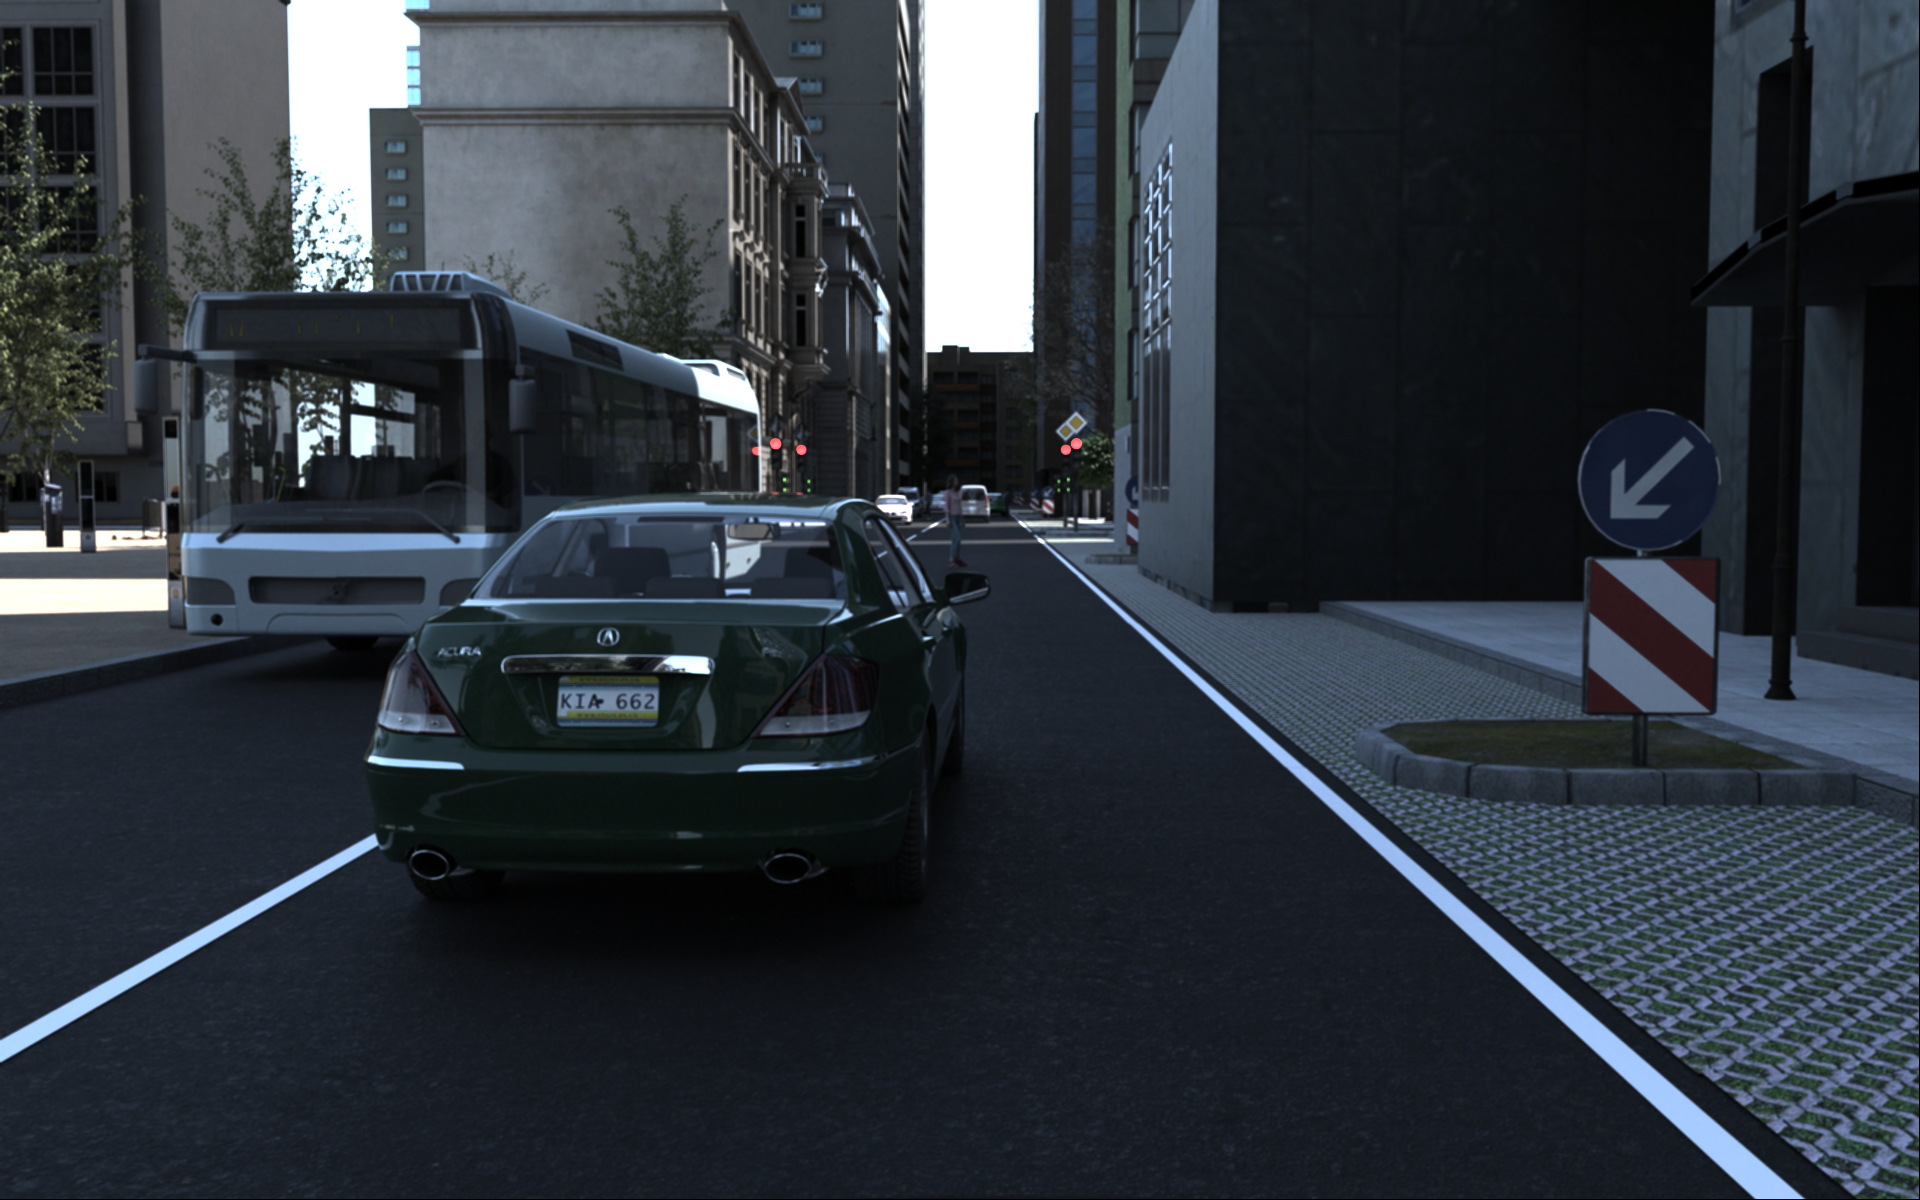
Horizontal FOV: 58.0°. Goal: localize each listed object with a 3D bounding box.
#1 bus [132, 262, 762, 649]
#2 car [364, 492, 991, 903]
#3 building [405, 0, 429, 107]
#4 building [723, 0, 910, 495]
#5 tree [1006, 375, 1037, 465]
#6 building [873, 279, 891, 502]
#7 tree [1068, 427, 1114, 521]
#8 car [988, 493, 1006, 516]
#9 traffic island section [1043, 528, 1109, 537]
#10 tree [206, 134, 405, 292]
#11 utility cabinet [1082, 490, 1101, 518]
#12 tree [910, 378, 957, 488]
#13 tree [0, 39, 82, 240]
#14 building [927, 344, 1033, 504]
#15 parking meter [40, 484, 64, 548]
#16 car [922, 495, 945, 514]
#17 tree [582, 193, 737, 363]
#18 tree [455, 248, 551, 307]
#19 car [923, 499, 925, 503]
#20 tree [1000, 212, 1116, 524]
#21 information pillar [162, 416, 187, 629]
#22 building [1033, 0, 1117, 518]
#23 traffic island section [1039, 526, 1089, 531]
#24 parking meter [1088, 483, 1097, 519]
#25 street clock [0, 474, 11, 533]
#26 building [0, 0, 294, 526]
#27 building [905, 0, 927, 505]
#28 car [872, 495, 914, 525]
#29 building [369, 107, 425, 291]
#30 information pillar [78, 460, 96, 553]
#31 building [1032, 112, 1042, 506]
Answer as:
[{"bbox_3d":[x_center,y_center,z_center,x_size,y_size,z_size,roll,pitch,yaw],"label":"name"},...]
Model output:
[{"bbox_3d":[-4.460,-1.461,18.748,2.948,3.499,13.247,0,4,2],"label":"bus"},{"bbox_3d":[-0.950,0.261,7.527,2.131,1.459,4.920,0,4,3],"label":"car"},{"bbox_3d":[-61.589,-56.470,235.959,31.000,86.520,22.319,0,4,1],"label":"building"},{"bbox_3d":[-15.534,-32.345,152.548,21.300,48.544,21.600,0,4,1],"label":"building"},{"bbox_3d":[7.775,-13.602,148.153,9.928,11.665,9.643,0,3,0],"label":"tree"},{"bbox_3d":[-10.970,-17.051,133.529,10.420,20.320,16.860,0,4,1],"label":"building"},{"bbox_3d":[6.711,-6.165,84.515,4.285,4.588,4.351,0,3,0],"label":"tree"},{"bbox_3d":[2.100,-6.374,113.007,1.959,1.807,4.718,0,4,-1],"label":"car"},{"bbox_3d":[3.950,-2.234,58.812,2.009,0.180,2.903,0,4,1],"label":"traffic island section"},{"bbox_3d":[-14.032,-5.162,34.763,4.737,8.622,4.395,0,3,0],"label":"tree"},{"bbox_3d":[7.033,-5.140,92.722,0.318,1.500,1.173,3,5,43],"label":"utility cabinet"},{"bbox_3d":[-4.916,-17.460,192.131,9.857,13.997,8.962,0,3,0],"label":"tree"},{"bbox_3d":[-15.453,-4.715,27.455,4.737,8.622,4.395,0,3,0],"label":"tree"},{"bbox_3d":[-0.442,-24.137,239.677,28.899,21.520,27.650,0,4,1],"label":"building"},{"bbox_3d":[-21.803,-2.035,41.678,0.372,1.533,0.369,0,3,0],"label":"parking meter"},{"bbox_3d":[-1.786,-7.066,127.888,2.083,1.381,4.827,0,4,0],"label":"car"},{"bbox_3d":[-7.552,-5.671,43.080,4.737,8.622,4.395,0,3,0],"label":"tree"},{"bbox_3d":[-14.117,-6.180,51.410,4.360,8.622,3.978,0,3,0],"label":"tree"},{"bbox_3d":[-2.530,-9.094,161.269,1.945,1.354,3.894,0,4,2],"label":"car"},{"bbox_3d":[6.792,-10.078,75.152,12.009,13.543,11.850,0,3,0],"label":"tree"},{"bbox_3d":[-7.371,-0.737,16.546,0.304,2.012,0.304,3,4,37],"label":"information pillar"},{"bbox_3d":[11.698,-27.654,102.259,14.600,45.320,14.200,0,4,1],"label":"building"},{"bbox_3d":[4.084,-2.723,66.796,2.009,0.180,2.903,0,4,1],"label":"traffic island section"},{"bbox_3d":[6.799,-5.093,88.979,0.255,1.863,0.399,-3,5,-40],"label":"parking meter"},{"bbox_3d":[-31.586,-3.219,57.194,0.471,2.002,0.358,1,4,15],"label":"street clock"},{"bbox_3d":[-42.979,-17.132,73.622,24.014,27.812,14.314,0,4,1],"label":"building"},{"bbox_3d":[-14.610,-47.031,207.215,20.611,71.187,20.563,0,4,1],"label":"building"},{"bbox_3d":[-3.204,-4.225,81.443,2.083,1.381,4.827,0,4,0],"label":"car"},{"bbox_3d":[-56.336,-35.714,207.632,21.600,48.544,21.300,0,4,1],"label":"building"},{"bbox_3d":[-19.065,-2.038,37.819,0.304,2.012,0.304,-2,4,-29],"label":"information pillar"},{"bbox_3d":[14.906,-30.879,188.471,14.154,41.232,14.086,0,4,1],"label":"building"}]
